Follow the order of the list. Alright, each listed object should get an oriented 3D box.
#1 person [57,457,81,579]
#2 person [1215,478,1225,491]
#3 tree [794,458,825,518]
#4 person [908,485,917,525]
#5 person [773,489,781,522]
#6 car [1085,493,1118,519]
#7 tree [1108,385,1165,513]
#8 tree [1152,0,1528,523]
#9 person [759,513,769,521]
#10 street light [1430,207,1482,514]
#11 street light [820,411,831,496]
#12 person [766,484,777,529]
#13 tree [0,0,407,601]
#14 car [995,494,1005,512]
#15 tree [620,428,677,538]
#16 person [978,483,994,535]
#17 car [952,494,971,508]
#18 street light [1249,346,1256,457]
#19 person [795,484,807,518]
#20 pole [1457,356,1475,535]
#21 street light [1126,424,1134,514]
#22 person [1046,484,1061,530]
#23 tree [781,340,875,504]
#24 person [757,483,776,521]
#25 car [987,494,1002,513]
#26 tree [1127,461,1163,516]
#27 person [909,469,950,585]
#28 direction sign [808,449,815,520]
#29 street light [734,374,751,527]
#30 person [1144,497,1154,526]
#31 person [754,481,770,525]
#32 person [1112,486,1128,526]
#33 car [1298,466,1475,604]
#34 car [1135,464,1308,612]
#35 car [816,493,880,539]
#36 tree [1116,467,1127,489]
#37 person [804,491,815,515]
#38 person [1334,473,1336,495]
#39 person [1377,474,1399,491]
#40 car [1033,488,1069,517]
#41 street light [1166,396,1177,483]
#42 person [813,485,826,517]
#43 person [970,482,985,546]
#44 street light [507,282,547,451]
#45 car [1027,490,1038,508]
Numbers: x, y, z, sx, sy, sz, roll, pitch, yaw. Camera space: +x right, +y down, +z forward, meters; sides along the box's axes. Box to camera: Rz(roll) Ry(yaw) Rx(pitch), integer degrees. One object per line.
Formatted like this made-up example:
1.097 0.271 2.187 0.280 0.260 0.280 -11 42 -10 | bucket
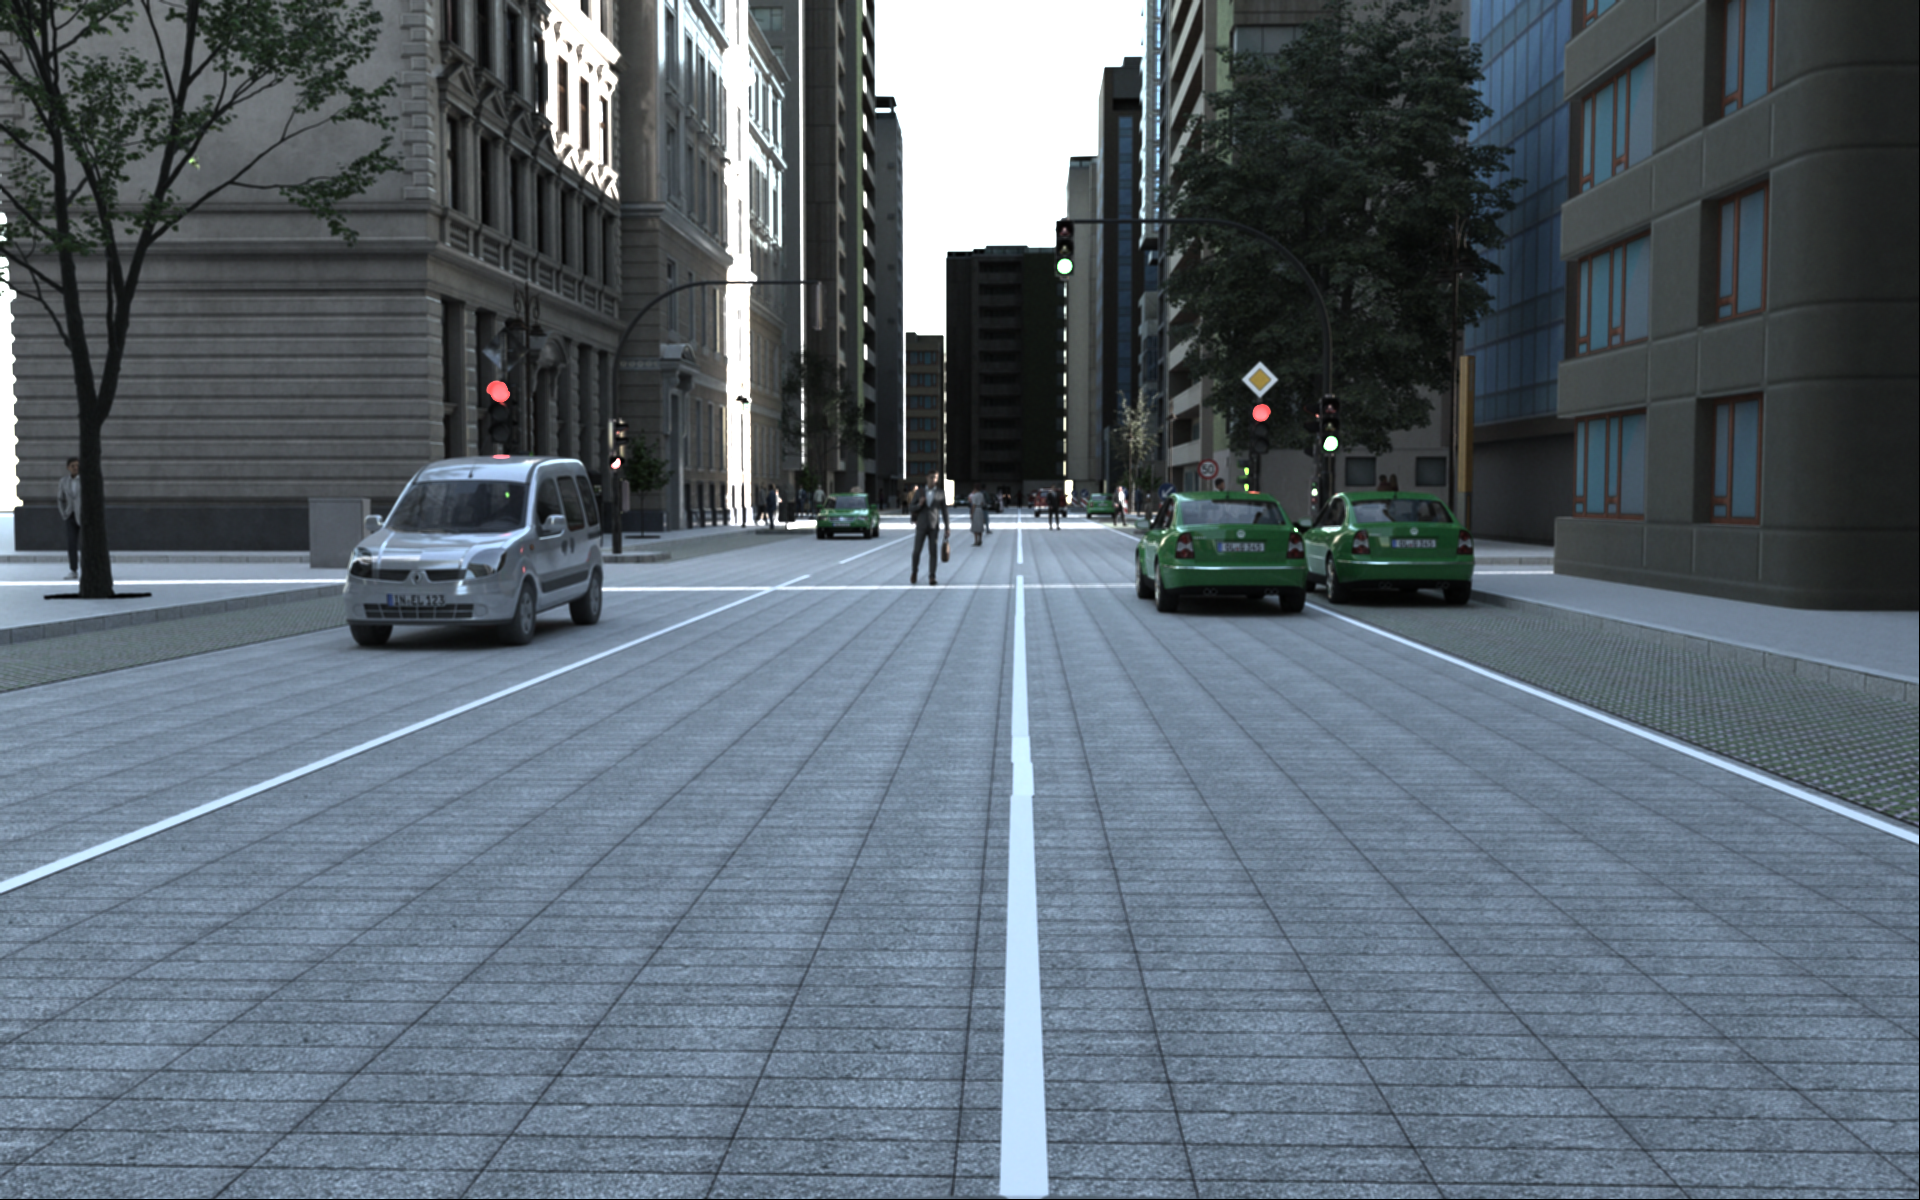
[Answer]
-13.383 -1.253 26.373 0.661 1.843 0.795 0 4 -2 | person
5.856 -1.885 39.590 0.850 1.792 0.678 1 4 12 | person
-8.294 -6.058 93.652 1.663 3.219 1.824 0 3 0 | tree
-2.075 -4.357 79.656 0.656 1.842 0.836 0 4 -6 | person
-8.362 -4.264 78.354 0.503 1.515 0.523 -1 4 -21 | person
8.355 -5.701 102.013 1.959 1.807 4.718 0 4 3 | car
11.781 -10.215 117.382 4.360 8.622 3.978 0 3 0 | tree
9.227 -8.390 43.832 9.857 13.997 8.962 0 3 0 | tree
-9.254 -4.385 82.015 0.475 1.303 0.640 2 4 28 | person
8.041 -3.392 28.242 0.468 5.910 1.993 0 4 2 | street light
-7.467 -7.544 96.125 0.468 5.910 1.993 0 4 2 | street light
-7.106 -3.459 65.232 0.419 1.800 0.721 0 4 -4 | person
-10.617 -5.839 21.216 9.928 11.665 9.643 0 3 0 | tree
2.518 -7.645 137.002 2.014 1.417 4.499 0 4 3 | car
-9.264 -3.413 50.411 1.663 3.219 1.824 0 3 0 | tree
0.776 -3.178 60.446 0.713 1.824 0.794 -2 4 -30 | person
0.247 -10.477 183.089 2.131 1.459 4.920 0 4 1 | car
8.942 -4.927 53.344 0.468 5.910 1.993 0 4 2 | street light
-8.427 -5.202 91.271 0.721 1.800 0.419 1 4 20 | person
7.485 -1.945 25.652 0.158 3.312 0.155 0 3 0 | pole
10.918 -8.474 111.337 0.468 5.910 1.993 0 4 2 | street light
3.779 -3.729 69.241 0.659 1.850 0.755 -1 4 -17 | person
-8.617 -10.458 105.397 7.601 10.594 8.767 1 4 19 | tree
-9.330 -4.744 83.819 0.699 1.804 1.509 2 4 33 | person
2.136 -7.356 130.056 2.009 1.686 4.222 0 4 3 | car
11.063 -6.476 100.488 1.663 3.219 1.824 0 3 0 | tree
-0.491 -1.158 27.403 0.622 1.834 0.822 -1 4 -13 | person
-7.475 -5.828 87.289 0.379 3.537 0.876 0 4 -3 | direction sign
-8.344 -5.737 66.591 0.468 5.910 1.993 0 4 2 | street light
7.484 -3.422 68.716 0.640 1.303 0.475 3 5 40 | person
-8.103 -3.959 70.957 0.728 1.800 0.709 0 4 -8 | person
7.123 -4.166 77.017 0.661 1.777 0.834 -2 4 -33 | person
5.738 -0.919 23.820 1.959 1.807 4.718 0 4 2 | car
3.295 -0.831 22.379 1.959 1.807 4.718 0 4 1 | car
-3.634 -2.915 56.449 1.959 1.807 4.718 0 4 2 | car
11.821 -7.880 123.441 1.663 3.219 1.824 0 3 0 | tree
-8.981 -5.973 103.680 0.713 1.824 0.794 1 4 9 | person
9.564 -2.392 45.009 0.748 1.841 0.638 3 5 42 | person
11.794 -2.548 47.681 0.580 1.828 0.573 0 4 -1 | person
5.724 -6.142 109.092 2.281 1.827 5.304 0 4 3 | car
9.989 -6.684 82.078 0.468 5.910 1.993 0 4 2 | street light
-7.379 -5.208 91.674 0.782 1.767 0.515 -2 4 -32 | person
0.420 -2.367 47.767 0.524 1.755 0.480 3 4 38 | person
-9.428 -3.980 37.858 0.468 5.910 1.993 0 4 2 | street light
7.957 -10.226 175.867 2.281 1.827 5.304 0 4 3 | car
